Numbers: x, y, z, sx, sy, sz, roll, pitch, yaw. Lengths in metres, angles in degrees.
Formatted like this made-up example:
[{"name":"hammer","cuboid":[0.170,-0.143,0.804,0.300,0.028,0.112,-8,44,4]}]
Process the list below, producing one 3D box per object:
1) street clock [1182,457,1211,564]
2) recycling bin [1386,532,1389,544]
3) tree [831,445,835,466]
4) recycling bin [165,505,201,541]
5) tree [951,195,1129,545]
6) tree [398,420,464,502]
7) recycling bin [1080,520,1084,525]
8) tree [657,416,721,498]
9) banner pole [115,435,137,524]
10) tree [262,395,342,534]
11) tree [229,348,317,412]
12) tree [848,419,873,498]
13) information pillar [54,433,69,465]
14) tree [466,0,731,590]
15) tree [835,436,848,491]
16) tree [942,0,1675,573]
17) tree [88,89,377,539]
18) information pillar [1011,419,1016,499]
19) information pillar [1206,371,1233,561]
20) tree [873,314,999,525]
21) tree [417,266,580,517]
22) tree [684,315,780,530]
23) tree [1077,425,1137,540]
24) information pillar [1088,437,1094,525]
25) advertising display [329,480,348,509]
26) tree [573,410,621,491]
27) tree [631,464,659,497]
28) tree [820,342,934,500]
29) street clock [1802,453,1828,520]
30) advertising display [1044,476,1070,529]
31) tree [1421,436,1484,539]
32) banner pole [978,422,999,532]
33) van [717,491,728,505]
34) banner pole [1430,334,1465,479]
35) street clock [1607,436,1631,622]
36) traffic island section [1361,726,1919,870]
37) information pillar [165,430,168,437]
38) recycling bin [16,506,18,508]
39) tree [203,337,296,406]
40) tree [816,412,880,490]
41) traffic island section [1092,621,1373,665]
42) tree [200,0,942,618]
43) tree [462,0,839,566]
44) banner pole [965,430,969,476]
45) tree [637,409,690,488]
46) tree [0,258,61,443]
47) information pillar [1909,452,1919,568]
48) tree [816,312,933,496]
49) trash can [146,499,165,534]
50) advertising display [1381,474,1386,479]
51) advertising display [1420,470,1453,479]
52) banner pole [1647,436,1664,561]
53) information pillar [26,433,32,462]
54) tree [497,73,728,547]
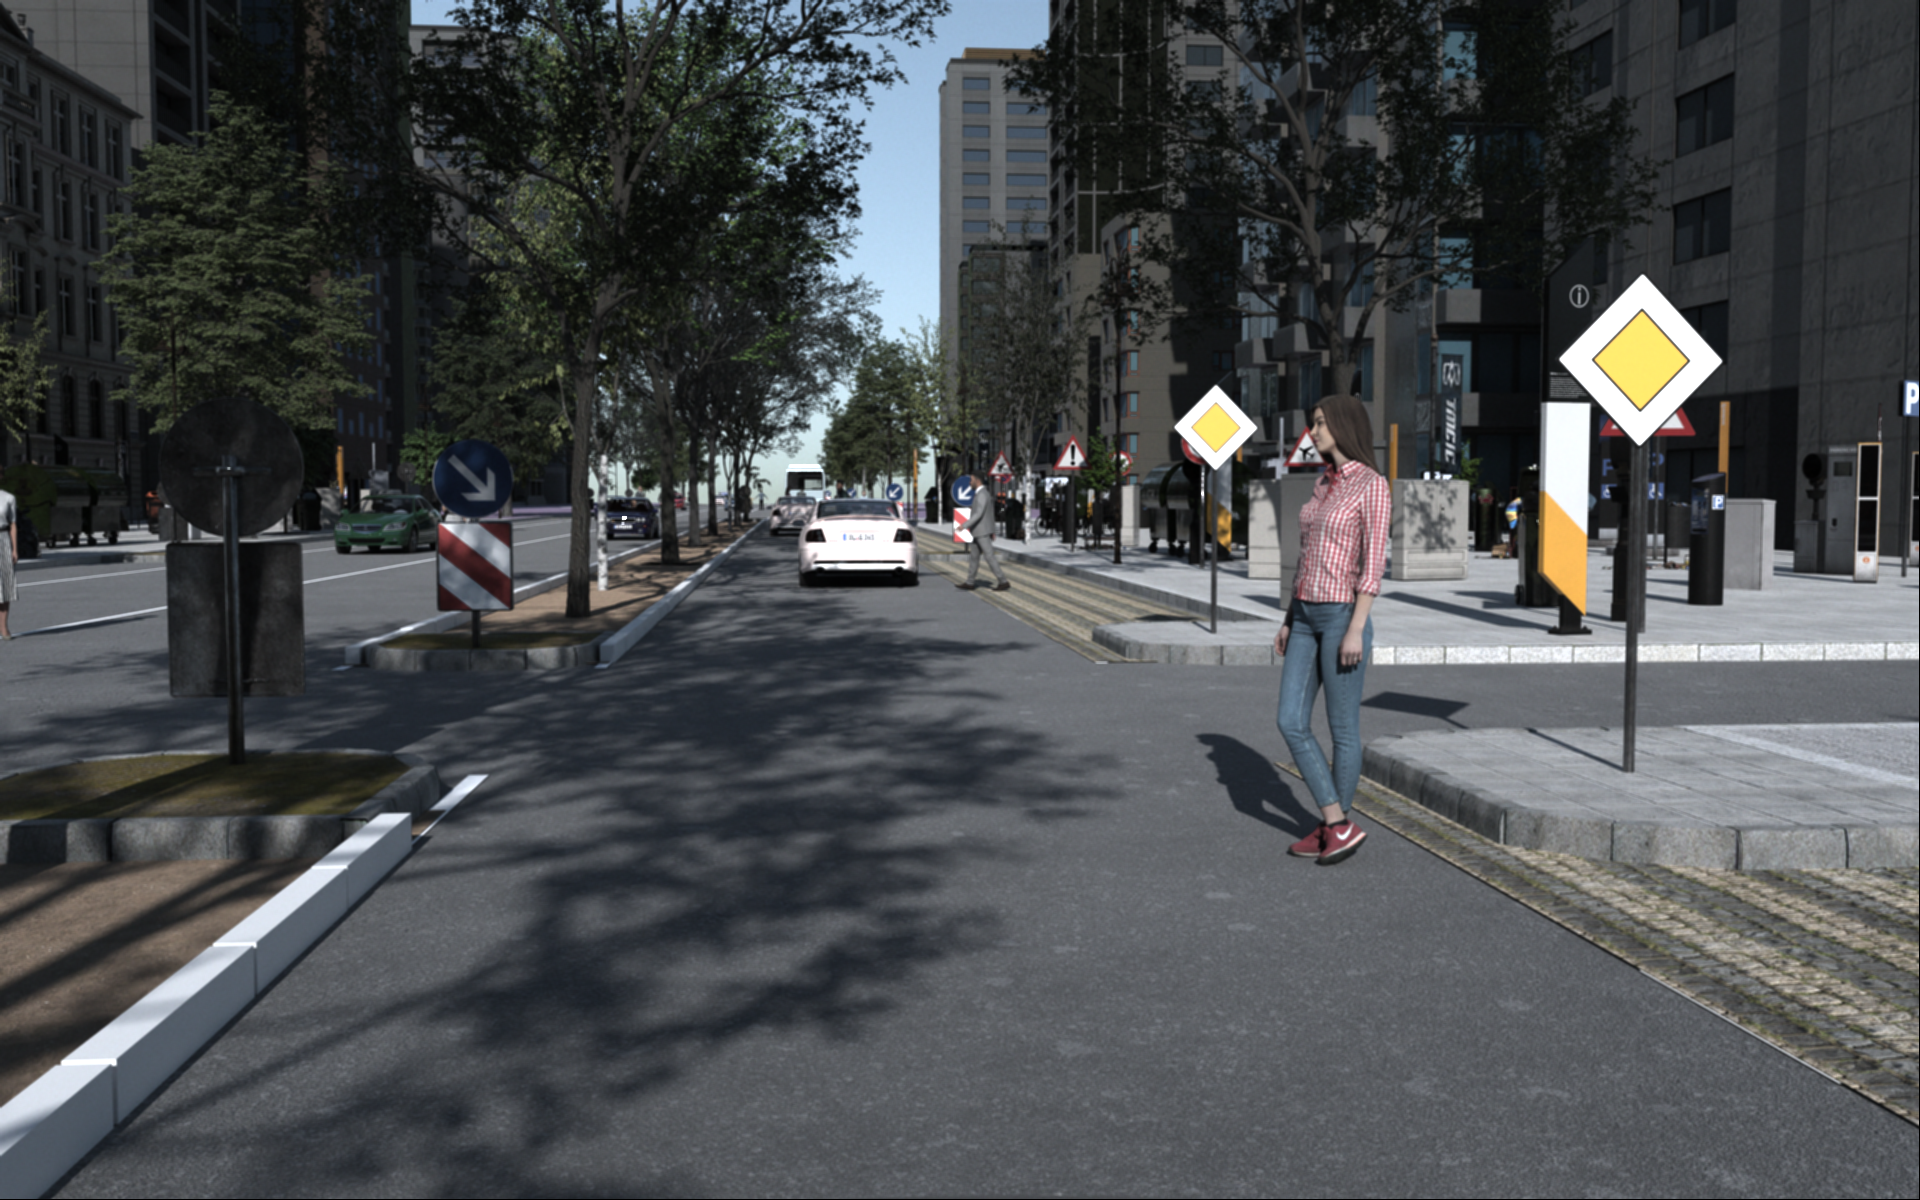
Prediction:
[{"name":"street clock","cuboid":[4.307,-1.655,31.623,0.471,2.002,0.358,2,4,31]},{"name":"recycling bin","cuboid":[10.555,-1.959,44.579,0.722,1.027,0.722,-3,5,-41]},{"name":"tree","cuboid":[-12.410,-14.924,194.373,4.737,8.622,4.395,0,3,0]},{"name":"recycling bin","cuboid":[-21.567,-2.173,48.078,0.722,1.027,0.722,0,4,-3]},{"name":"tree","cuboid":[1.933,-5.714,43.790,4.360,8.622,3.978,0,3,0]},{"name":"tree","cuboid":[-23.402,-5.705,76.998,4.285,4.588,4.351,0,3,0]},{"name":"recycling bin","cuboid":[4.575,-3.487,69.559,0.722,1.027,0.722,3,5,43]},{"name":"tree","cuboid":[-38.815,-19.933,242.904,9.611,12.733,9.660,0,3,0]},{"name":"banner pole","cuboid":[-35.438,-5.107,73.516,0.401,3.779,0.863,2,4,35]},{"name":"tree","cuboid":[-21.733,-4.409,55.795,4.285,4.588,4.351,0,3,0]},{"name":"tree","cuboid":[-33.912,-8.236,85.019,4.737,8.622,4.395,0,3,0]},{"name":"tree","cuboid":[-6.331,-11.743,142.365,4.737,8.622,4.395,0,3,0]},{"name":"information pillar","cuboid":[-34.498,-4.599,66.547,0.504,3.616,0.183,-1,4,-18]},{"name":"tree","cuboid":[-5.347,-4.452,25.615,4.737,8.622,4.395,0,3,0]},{"name":"tree","cuboid":[-7.411,-12.065,147.626,4.737,8.622,4.395,0,3,0]},{"name":"tree","cuboid":[4.950,-5.351,21.903,8.767,10.594,7.601,-1,4,-14]},{"name":"tree","cuboid":[-20.276,-7.988,48.735,7.486,12.596,7.792,0,3,0]},{"name":"information pillar","cuboid":[1.640,-3.751,52.680,0.183,3.616,0.504,1,4,11]},{"name":"information pillar","cuboid":[4.962,-2.550,33.042,0.504,3.616,0.183,-1,4,-12]},{"name":"tree","cuboid":[-0.702,-7.375,70.940,4.737,8.622,4.395,0,3,0]},{"name":"tree","cuboid":[-25.772,-11.709,98.101,9.857,13.997,8.962,0,3,0]},{"name":"tree","cuboid":[-8.957,-6.999,67.257,4.360,8.622,3.978,0,3,0]},{"name":"tree","cuboid":[3.874,-3.319,48.869,1.663,3.219,1.824,0,3,0]},{"name":"information pillar","cuboid":[5.413,-4.912,71.669,0.183,3.616,0.504,2,4,31]},{"name":"advertising display","cuboid":[-28.241,-4.480,78.467,0.974,1.923,0.123,-2,4,-31]},{"name":"tree","cuboid":[-30.038,-11.863,144.319,4.360,8.622,3.978,0,3,0]},{"name":"tree","cuboid":[-34.022,-12.411,186.634,4.285,4.588,4.351,0,3,0]},{"name":"tree","cuboid":[-5.518,-12.920,129.364,7.486,12.596,7.792,0,3,0]},{"name":"street clock","cuboid":[15.250,-1.608,30.867,0.358,2.002,0.471,-1,4,-17]},{"name":"advertising display","cuboid":[3.520,-3.518,62.733,0.974,1.923,0.123,2,4,25]},{"name":"tree","cuboid":[14.271,-3.370,49.704,1.663,3.219,1.824,0,3,0]},{"name":"banner pole","cuboid":[0.949,-4.212,58.876,0.863,3.779,0.401,3,4,37]},{"name":"van","cuboid":[-31.669,-13.771,232.168,2.013,2.044,4.112,0,4,-6]},{"name":"banner pole","cuboid":[7.605,-2.278,27.258,0.863,3.779,0.401,-2,4,-30]},{"name":"street clock","cuboid":[6.676,-0.784,17.396,0.358,2.002,0.471,2,4,32]},{"name":"traffic island section","cuboid":[3.107,0.873,8.012,2.009,0.180,2.903,0,4,-5]},{"name":"information pillar","cuboid":[-24.469,-3.801,53.498,0.183,3.616,0.504,-2,4,-28]},{"name":"recycling bin","cuboid":[-20.902,-1.525,37.490,0.722,1.027,0.722,0,4,-5]},{"name":"tree","cuboid":[-31.076,-7.673,75.823,4.360,8.622,3.978,0,3,0]},{"name":"tree","cuboid":[-15.595,-19.754,239.981,9.611,12.733,9.660,0,3,0]},{"name":"traffic island section","cuboid":[2.354,0.386,15.962,2.009,0.180,2.903,0,4,-5]},{"name":"tree","cuboid":[-4.408,-5.045,19.359,8.767,10.594,7.601,0,4,-5]},{"name":"tree","cuboid":[-5.949,-6.507,34.609,9.928,11.665,9.643,0,3,0]},{"name":"banner pole","cuboid":[0.244,-4.764,67.904,0.401,3.779,0.863,-1,4,-12]},{"name":"tree","cuboid":[-36.107,-17.958,211.733,7.486,12.596,7.792,0,3,0]},{"name":"tree","cuboid":[-29.903,-6.262,52.752,4.737,8.622,4.395,0,3,0]},{"name":"information pillar","cuboid":[16.830,-1.575,30.249,0.304,2.012,0.304,-2,4,-34]},{"name":"tree","cuboid":[-8.834,-19.664,177.402,12.611,20.169,13.585,0,3,0]},{"name":"trash can","cuboid":[-25.683,-2.682,55.511,0.748,1.137,0.748,0,3,0]},{"name":"advertising display","cuboid":[13.573,-3.111,56.073,0.123,1.923,0.974,2,4,32]},{"name":"advertising display","cuboid":[12.938,-2.558,47.032,0.974,1.923,0.123,-1,4,-20]},{"name":"banner pole","cuboid":[13.220,-2.638,33.143,0.863,3.779,0.401,-3,4,-39]},{"name":"information pillar","cuboid":[-35.675,-4.591,66.419,0.183,3.616,0.504,-1,4,-19]},{"name":"tree","cuboid":[-7.230,-8.182,46.602,12.009,13.543,11.850,0,3,0]}]
